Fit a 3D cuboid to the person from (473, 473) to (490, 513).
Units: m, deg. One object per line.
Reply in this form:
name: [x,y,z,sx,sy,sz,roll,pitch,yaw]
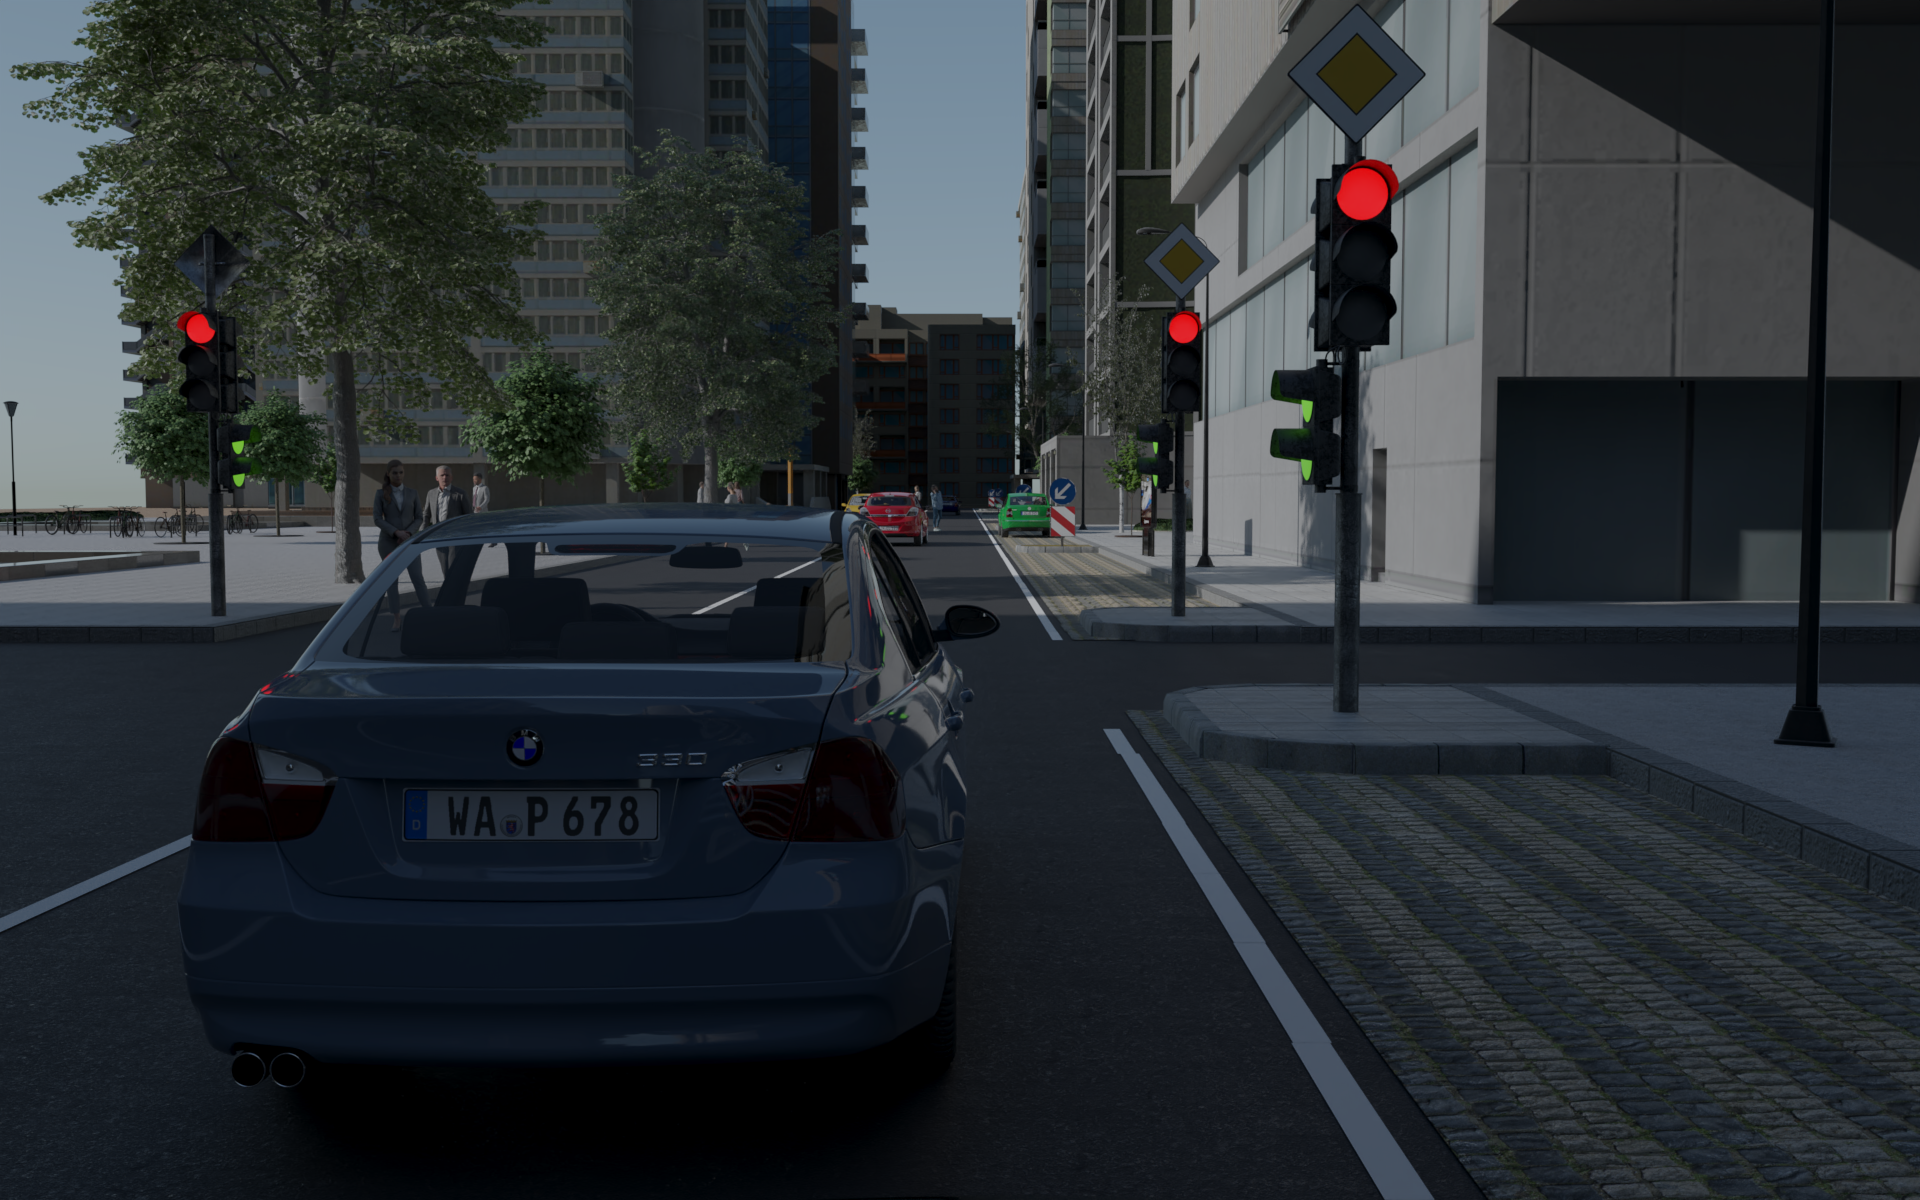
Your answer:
person: [-11.457,-2.148,41.434,0.678,1.792,0.850,3,4,37]

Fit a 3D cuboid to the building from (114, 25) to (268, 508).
building: [-68.162,-31.307,161.976,14.200,45.320,14.600,0,3,0]

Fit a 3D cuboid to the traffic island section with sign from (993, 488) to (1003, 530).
traffic island section with sign: [2.442,-3.739,69.767,1.989,1.847,2.006,0,3,0]

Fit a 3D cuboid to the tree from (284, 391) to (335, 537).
tree: [-20.555,-4.197,52.335,4.285,4.588,4.351,0,3,0]

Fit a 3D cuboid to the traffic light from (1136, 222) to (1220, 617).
traffic light: [2.278,-1.785,18.100,0.839,4.253,0.868,0,3,0]

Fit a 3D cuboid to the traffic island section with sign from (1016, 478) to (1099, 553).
traffic island section with sign: [2.385,-2.091,42.812,1.989,1.847,2.006,0,3,0]

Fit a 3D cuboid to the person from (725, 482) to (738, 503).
person: [-5.612,-2.055,42.851,0.760,1.731,0.466,-1,4,-18]

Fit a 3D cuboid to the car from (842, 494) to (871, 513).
car: [-4.236,-4.116,77.512,2.015,1.641,3.980,0,4,1]

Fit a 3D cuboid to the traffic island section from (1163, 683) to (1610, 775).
traffic island section: [2.300,0.737,10.229,2.009,0.180,2.903,0,3,0]

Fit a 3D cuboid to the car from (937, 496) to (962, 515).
car: [-0.859,-6.434,117.770,1.945,1.354,3.894,0,4,2]

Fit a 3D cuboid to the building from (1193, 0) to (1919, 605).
building: [18.273,-26.927,29.500,27.495,52.752,28.713,0,3,0]

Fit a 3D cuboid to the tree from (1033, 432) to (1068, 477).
tree: [5.428,-6.486,89.757,4.285,4.588,4.351,0,3,0]

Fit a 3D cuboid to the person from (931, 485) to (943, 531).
person: [-0.908,-3.589,67.449,0.793,1.790,0.793,1,4,9]

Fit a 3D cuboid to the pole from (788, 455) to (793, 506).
pole: [-7.609,-5.132,77.752,0.158,3.312,0.155,0,3,0]

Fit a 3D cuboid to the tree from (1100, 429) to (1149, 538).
tree: [4.972,-3.476,51.438,1.663,3.219,1.824,0,3,0]

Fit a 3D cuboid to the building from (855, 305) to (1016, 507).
building: [-8.748,-21.123,190.394,28.899,21.520,27.650,0,3,0]

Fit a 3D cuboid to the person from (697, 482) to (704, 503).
person: [-10.802,-4.088,73.074,0.583,1.804,0.606,-1,4,-14]

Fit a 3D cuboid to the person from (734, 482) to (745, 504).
person: [-8.469,-3.642,66.187,0.593,1.750,0.643,0,4,4]

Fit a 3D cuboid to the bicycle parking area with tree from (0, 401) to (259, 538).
bicycle parking area with tree: [-26.720,-4.065,53.464,8.231,4.147,9.016,1,4,12]

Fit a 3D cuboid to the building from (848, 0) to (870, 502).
building: [-23.736,-32.857,156.819,30.456,49.044,23.786,0,3,0]

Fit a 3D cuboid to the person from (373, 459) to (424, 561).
person: [-5.762,-0.562,17.966,0.520,1.790,0.573,-3,5,-44]

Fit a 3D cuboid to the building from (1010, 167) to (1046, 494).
building: [20.797,-28.406,156.324,32.217,40.220,23.993,0,3,0]

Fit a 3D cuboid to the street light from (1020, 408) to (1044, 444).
street light: [3.923,-7.382,93.243,1.470,5.913,1.316,0,3,0]

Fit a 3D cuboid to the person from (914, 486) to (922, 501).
person: [-1.952,-4.096,75.736,0.520,1.790,0.573,3,4,37]

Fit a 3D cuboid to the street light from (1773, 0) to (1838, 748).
street light: [3.820,-2.215,8.761,1.470,5.913,1.316,0,3,0]

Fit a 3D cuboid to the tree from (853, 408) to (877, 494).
tree: [-8.610,-11.772,142.828,4.360,8.622,3.978,0,3,0]

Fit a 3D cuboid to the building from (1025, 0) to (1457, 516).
building: [18.786,-33.089,130.250,28.713,52.752,27.495,0,3,0]

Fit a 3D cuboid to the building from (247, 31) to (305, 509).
building: [-49.762,-32.662,157.723,21.600,48.544,21.300,0,3,0]

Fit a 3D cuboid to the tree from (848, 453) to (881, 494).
tree: [-7.981,-9.377,137.030,4.285,4.588,4.351,0,3,0]

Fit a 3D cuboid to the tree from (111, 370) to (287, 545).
tree: [-19.946,-3.723,44.581,4.285,4.588,4.351,0,3,0]

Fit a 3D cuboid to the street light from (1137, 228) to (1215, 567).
street light: [3.778,-3.536,30.352,1.470,5.913,1.316,0,3,0]

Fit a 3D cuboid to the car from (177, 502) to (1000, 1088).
car: [-0.864,0.391,5.615,2.014,1.417,4.499,0,3,0]

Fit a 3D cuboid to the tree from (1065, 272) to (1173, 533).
tree: [5.399,-6.524,57.027,4.360,8.622,3.978,0,3,0]

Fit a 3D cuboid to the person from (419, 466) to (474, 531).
person: [-6.252,-0.746,21.087,0.661,1.777,0.834,0,4,-2]

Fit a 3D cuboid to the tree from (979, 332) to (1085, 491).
tree: [4.808,-10.059,98.869,8.767,10.594,7.601,1,4,15]

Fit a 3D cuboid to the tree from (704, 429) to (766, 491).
tree: [-11.311,-6.364,87.761,4.285,4.588,4.351,0,3,0]

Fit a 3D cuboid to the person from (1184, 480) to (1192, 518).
person: [8.277,-3.507,63.602,0.478,1.798,0.641,-2,4,-23]

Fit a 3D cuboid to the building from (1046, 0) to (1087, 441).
building: [12.427,-26.049,109.500,14.154,41.232,14.086,0,3,0]

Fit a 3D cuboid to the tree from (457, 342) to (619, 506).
tree: [-8.772,-3.238,36.656,4.285,4.588,4.351,0,3,0]

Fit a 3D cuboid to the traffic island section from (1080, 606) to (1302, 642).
traffic island section: [2.318,0.249,18.214,2.009,0.180,2.903,0,3,0]

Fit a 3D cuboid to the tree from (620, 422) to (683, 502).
tree: [-8.562,-3.183,46.651,1.663,3.219,1.824,0,3,0]

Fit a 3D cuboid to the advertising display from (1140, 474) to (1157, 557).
advertising display: [3.894,-1.868,35.755,0.123,1.923,0.974,0,4,-7]

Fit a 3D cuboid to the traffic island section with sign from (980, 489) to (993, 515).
traffic island section with sign: [2.554,-6.837,120.406,1.989,1.847,2.006,0,3,0]

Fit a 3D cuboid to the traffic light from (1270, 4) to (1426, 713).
traffic light: [2.260,-1.296,10.115,0.839,4.253,0.868,0,3,0]

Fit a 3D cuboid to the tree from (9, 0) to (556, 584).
tree: [-9.066,-6.492,24.274,7.486,12.596,7.792,0,3,0]

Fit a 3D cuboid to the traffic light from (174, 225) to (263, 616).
traffic light: [-7.783,-1.785,18.106,0.839,4.253,0.868,0,3,0]

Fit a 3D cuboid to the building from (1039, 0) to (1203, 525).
building: [14.242,-38.934,74.825,20.563,71.187,20.611,0,3,0]

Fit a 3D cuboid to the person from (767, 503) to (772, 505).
person: [-6.138,-2.517,55.158,1.012,1.151,0.738,2,4,32]

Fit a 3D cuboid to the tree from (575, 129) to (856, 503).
tree: [-8.774,-9.475,61.573,9.857,13.997,8.962,0,3,0]

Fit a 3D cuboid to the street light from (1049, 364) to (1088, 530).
street light: [3.863,-5.462,61.843,1.470,5.913,1.316,0,3,0]

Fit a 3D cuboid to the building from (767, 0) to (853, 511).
building: [-15.114,-28.999,124.248,14.600,45.320,14.200,0,3,0]

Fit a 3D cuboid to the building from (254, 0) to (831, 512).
building: [-24.561,-25.278,105.180,32.217,40.220,23.993,0,3,0]

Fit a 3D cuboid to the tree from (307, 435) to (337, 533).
tree: [-20.648,-3.829,57.199,1.663,3.219,1.824,0,3,0]

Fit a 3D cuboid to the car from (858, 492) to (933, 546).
car: [-1.871,-2.452,49.123,2.155,1.783,4.494,0,4,2]

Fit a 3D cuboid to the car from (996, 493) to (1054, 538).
car: [2.208,-3.009,57.996,1.959,1.807,4.718,0,4,-1]
